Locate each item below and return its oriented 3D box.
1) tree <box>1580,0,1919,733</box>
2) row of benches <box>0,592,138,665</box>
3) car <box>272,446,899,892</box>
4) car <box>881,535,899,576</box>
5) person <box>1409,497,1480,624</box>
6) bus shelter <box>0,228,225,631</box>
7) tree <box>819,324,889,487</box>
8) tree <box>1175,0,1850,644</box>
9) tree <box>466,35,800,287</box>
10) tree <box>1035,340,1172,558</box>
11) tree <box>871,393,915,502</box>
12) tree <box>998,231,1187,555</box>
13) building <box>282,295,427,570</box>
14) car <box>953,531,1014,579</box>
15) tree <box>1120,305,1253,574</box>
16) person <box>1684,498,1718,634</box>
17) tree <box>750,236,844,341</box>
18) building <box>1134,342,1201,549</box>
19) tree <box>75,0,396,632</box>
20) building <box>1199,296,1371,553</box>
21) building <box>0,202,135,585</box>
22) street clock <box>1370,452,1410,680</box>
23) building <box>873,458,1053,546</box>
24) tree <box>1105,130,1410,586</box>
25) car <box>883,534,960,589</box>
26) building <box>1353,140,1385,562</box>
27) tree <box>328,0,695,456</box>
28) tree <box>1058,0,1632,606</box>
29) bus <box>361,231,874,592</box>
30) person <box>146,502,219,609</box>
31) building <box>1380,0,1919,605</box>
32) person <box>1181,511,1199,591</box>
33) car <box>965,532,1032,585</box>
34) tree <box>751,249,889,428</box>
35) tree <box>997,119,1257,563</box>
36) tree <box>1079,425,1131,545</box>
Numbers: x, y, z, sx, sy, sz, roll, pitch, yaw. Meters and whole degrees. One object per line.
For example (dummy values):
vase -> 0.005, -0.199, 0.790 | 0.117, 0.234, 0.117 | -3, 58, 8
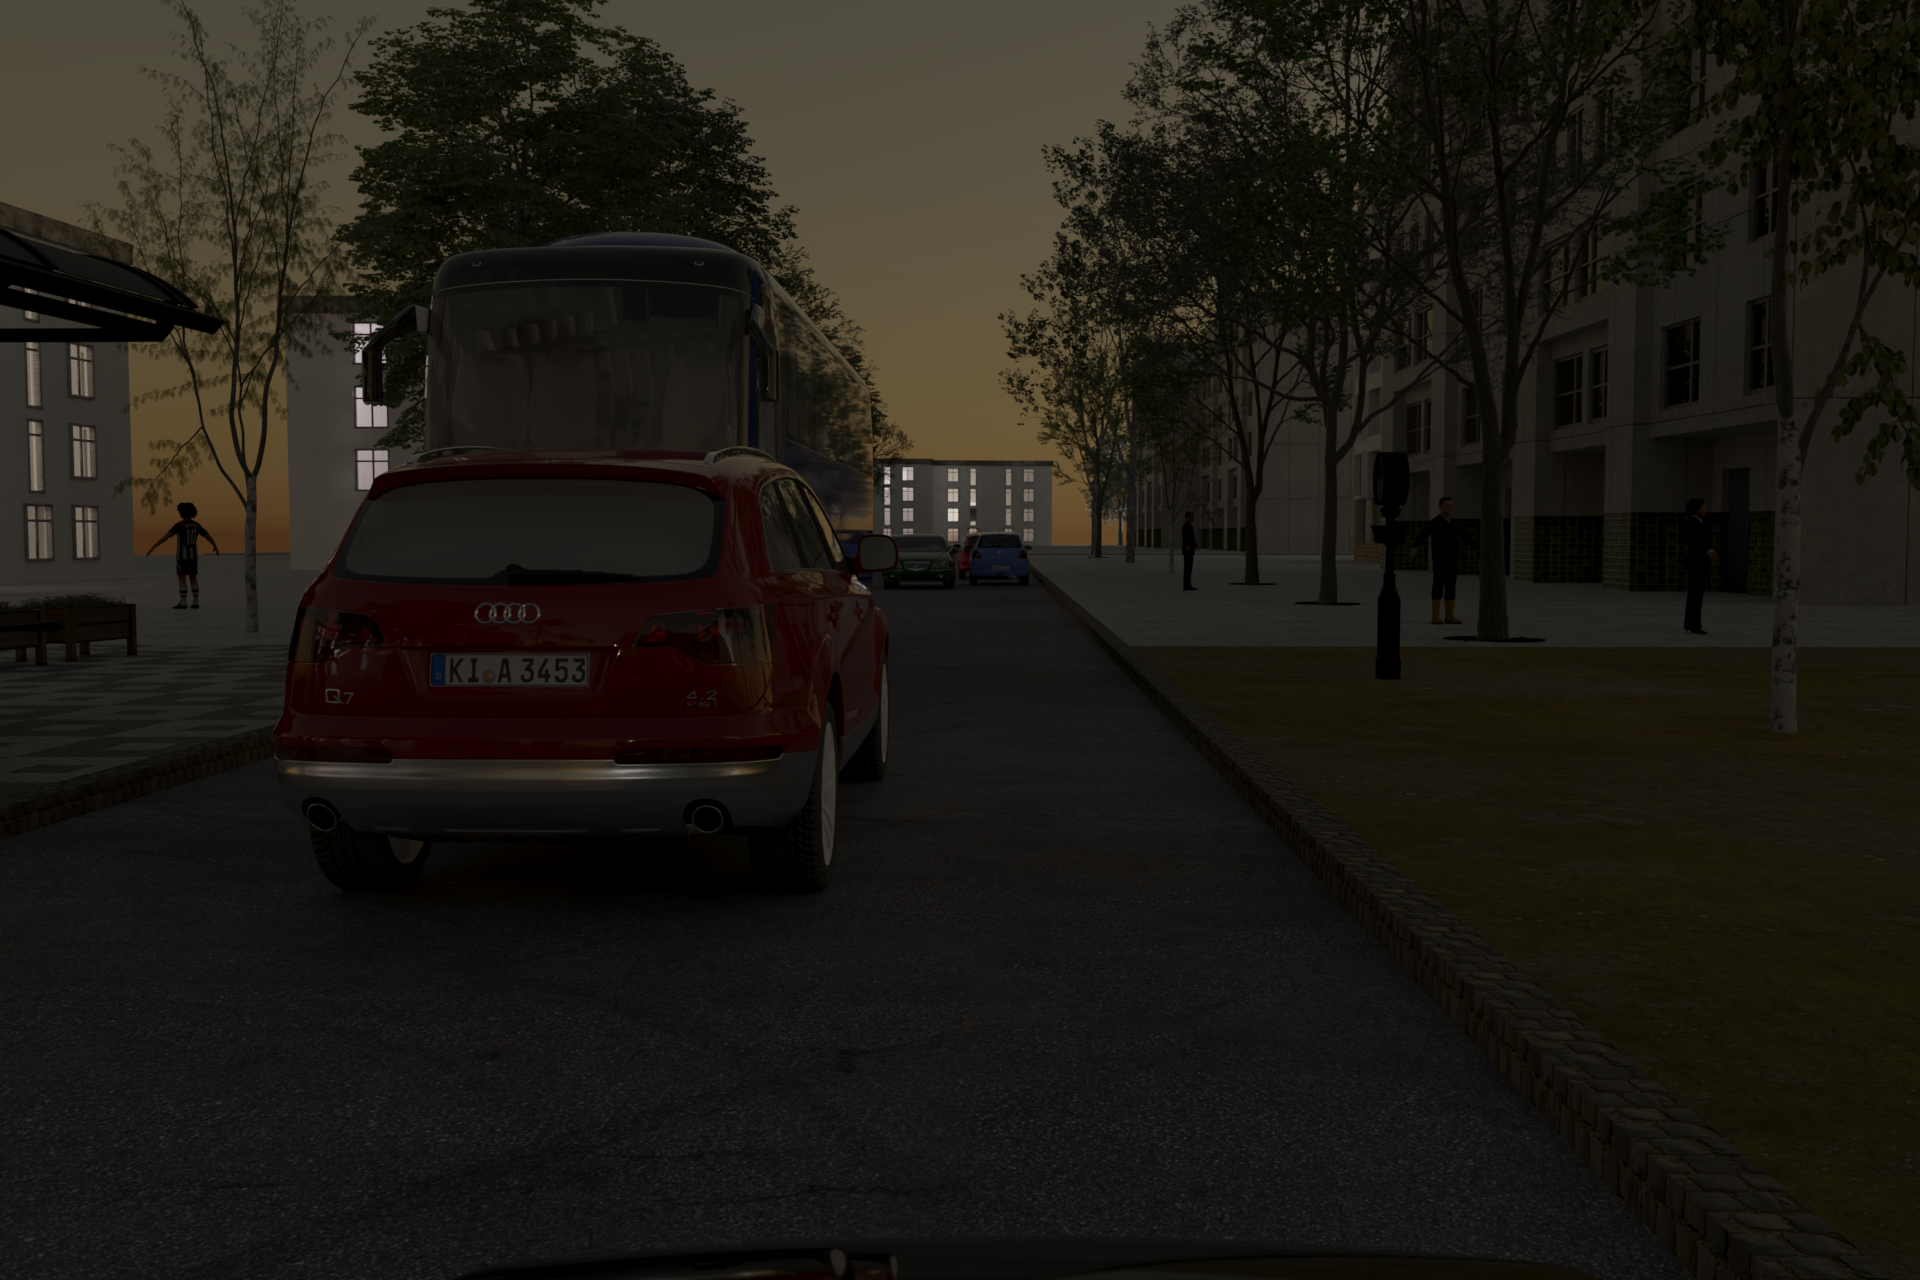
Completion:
tree -> 5.515, -3.697, 10.807 | 4.737, 8.622, 4.395 | 0, 3, 0
row of benches -> -9.332, -0.068, 16.582 | 1.422, 0.672, 4.104 | 1, 4, 9
car -> -1.479, 0.011, 8.488 | 2.281, 1.827, 5.304 | 0, 4, 2
car -> -1.793, -2.992, 60.929 | 2.014, 1.417, 4.499 | 0, 4, 1
person -> 6.913, -1.131, 24.624 | 1.346, 1.812, 0.704 | -1, 4, -22
bus shelter -> -6.533, -0.993, 10.153 | 2.014, 3.302, 5.546 | 0, 4, 2
tree -> -7.628, -10.759, 94.040 | 7.486, 12.596, 7.792 | 0, 3, 0
tree -> 6.430, -5.800, 20.584 | 9.928, 11.665, 9.643 | 0, 3, 0
tree -> -8.778, -8.531, 46.134 | 9.857, 13.997, 8.962 | 0, 3, 0
tree -> 7.553, -10.231, 93.036 | 9.928, 11.665, 9.643 | 0, 3, 0
tree -> -7.172, -10.431, 104.952 | 8.767, 10.594, 7.601 | -1, 4, -13
tree -> 8.222, -15.400, 107.680 | 12.611, 20.169, 13.585 | 0, 3, 0
building -> -22.832, -8.133, 75.115 | 9.099, 9.664, 28.070 | 0, 4, 1
car -> 0.849, -2.897, 56.407 | 2.155, 1.783, 4.494 | 0, 4, 0
tree -> 6.758, -6.453, 55.869 | 4.360, 8.622, 3.978 | 0, 3, 0
person -> 9.544, -0.950, 22.260 | 0.721, 1.740, 1.216 | 1, 4, 12
tree -> -7.831, -8.283, 61.176 | 9.928, 11.665, 9.643 | 0, 3, 0
building -> 26.387, -18.454, 168.178 | 16.747, 18.905, 31.486 | 0, 4, 1
tree -> -9.169, -4.392, 22.167 | 4.360, 8.622, 3.978 | 0, 3, 0
building -> 29.072, -16.427, 135.038 | 16.747, 18.905, 31.486 | 0, 4, 1
building -> -25.241, -5.766, 36.423 | 9.099, 9.664, 28.070 | 0, 4, 2
street clock -> 3.794, -0.656, 15.293 | 0.358, 2.002, 0.471 | 0, 4, 2
building -> -3.536, -15.231, 193.627 | 28.070, 9.664, 9.099 | 0, 4, -7
tree -> 7.412, -7.207, 43.597 | 9.928, 11.665, 9.643 | 0, 3, 0
car -> -1.063, -2.132, 46.662 | 2.131, 1.459, 4.920 | 0, 4, 1
building -> 23.953, -13.758, 81.359 | 16.016, 20.090, 11.380 | 0, 4, 1
tree -> -8.598, -7.063, 33.603 | 7.486, 12.596, 7.792 | 0, 3, 0
tree -> 6.800, -7.384, 31.095 | 12.009, 13.543, 11.850 | 0, 3, 0
bus -> -2.578, -1.620, 18.029 | 2.896, 3.916, 12.251 | 0, 4, 1
person -> -13.256, -1.439, 29.668 | 0.704, 1.843, 1.345 | 2, 4, 32
building -> 23.373, -10.998, 46.280 | 16.747, 18.905, 31.486 | 0, 4, 1
person -> 5.236, -2.032, 39.456 | 0.704, 1.802, 1.346 | 1, 4, 16
car -> 1.103, -2.444, 49.552 | 1.945, 1.707, 3.694 | 0, 4, 0
tree -> -8.049, -10.022, 74.231 | 12.009, 13.543, 11.850 | 0, 3, 0
tree -> 8.110, -13.568, 77.729 | 12.611, 20.169, 13.585 | 0, 3, 0
tree -> 18.180, -17.624, 194.807 | 9.857, 13.997, 8.962 | 0, 3, 0
